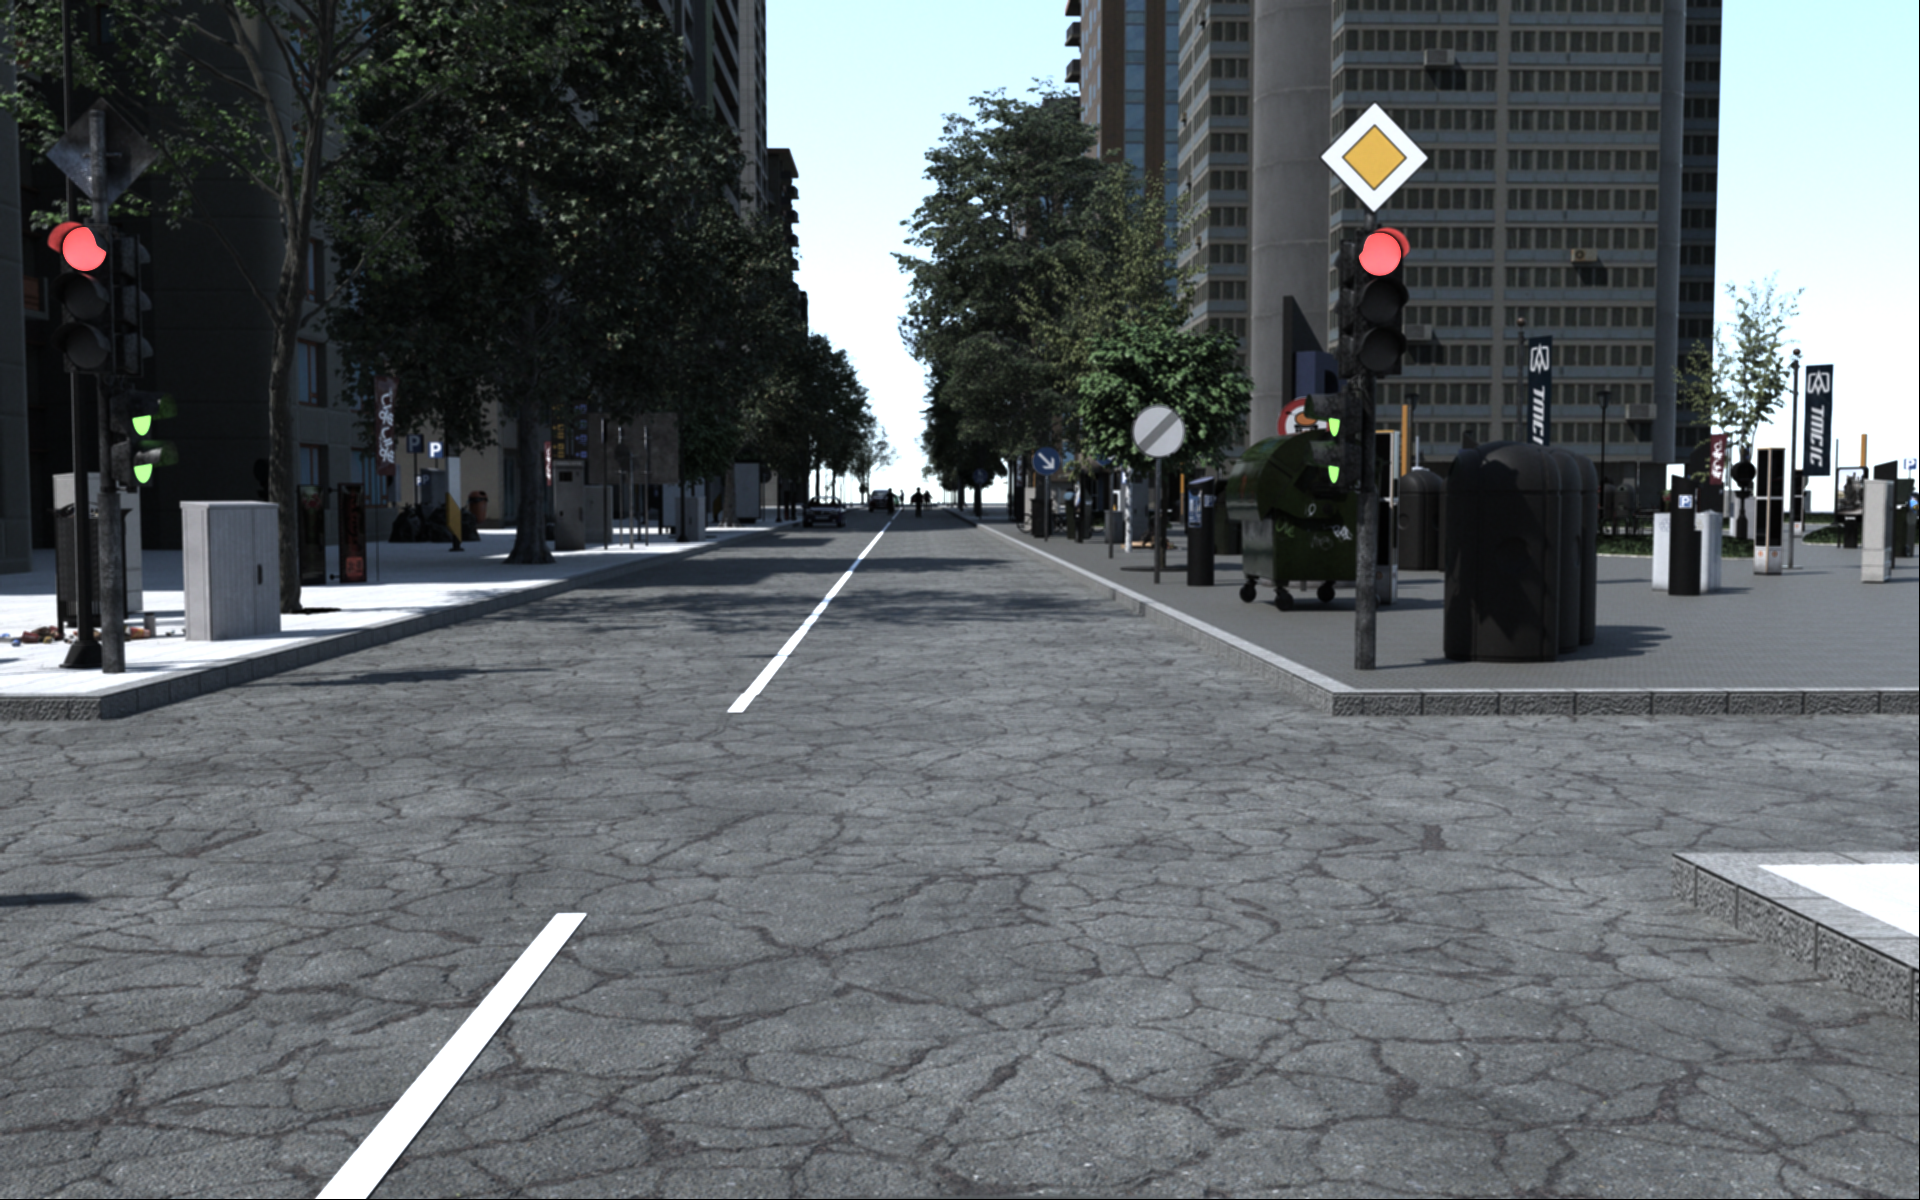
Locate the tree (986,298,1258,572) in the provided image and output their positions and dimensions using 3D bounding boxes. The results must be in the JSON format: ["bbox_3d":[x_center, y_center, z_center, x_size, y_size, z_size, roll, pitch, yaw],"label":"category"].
[{"bbox_3d":[3.406,-2.779,29.155,4.285,4.588,4.351,0,3,0],"label":"tree"}]

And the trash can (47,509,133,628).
[{"bbox_3d":[-8.420,-0.315,16.798,0.748,1.137,0.748,0,3,0],"label":"trash can"}]

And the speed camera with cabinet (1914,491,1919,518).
[{"bbox_3d":[49.347,-5.712,87.733,2.038,3.252,0.660,1,4,21],"label":"speed camera with cabinet"}]

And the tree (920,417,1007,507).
[{"bbox_3d":[0.375,-15.638,172.692,9.611,12.733,9.660,0,3,0],"label":"tree"}]

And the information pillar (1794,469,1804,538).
[{"bbox_3d":[24.776,-2.860,51.261,0.304,2.012,0.304,1,4,21],"label":"information pillar"}]

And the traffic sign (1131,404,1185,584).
[{"bbox_3d":[2.825,-1.507,24.751,0.768,2.556,0.104,0,4,1],"label":"traffic sign"}]

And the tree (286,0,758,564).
[{"bbox_3d":[-7.936,-7.024,31.854,9.611,12.733,9.660,0,3,0],"label":"tree"}]

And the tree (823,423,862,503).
[{"bbox_3d":[-10.946,-12.729,158.486,4.737,8.622,4.395,0,3,0],"label":"tree"}]

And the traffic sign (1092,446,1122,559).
[{"bbox_3d":[3.007,-2.098,34.409,0.768,2.556,0.104,0,4,6],"label":"traffic sign"}]

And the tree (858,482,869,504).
[{"bbox_3d":[-13.106,-14.759,235.909,1.663,3.219,1.824,0,3,0],"label":"tree"}]

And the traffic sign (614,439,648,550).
[{"bbox_3d":[-7.595,-2.439,39.981,0.768,2.556,0.104,0,4,0],"label":"traffic sign"}]

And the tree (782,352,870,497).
[{"bbox_3d":[-10.323,-12.986,130.451,7.486,12.596,7.792,0,3,0],"label":"tree"}]

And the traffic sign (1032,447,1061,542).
[{"bbox_3d":[2.330,-2.853,46.747,0.768,2.556,0.104,0,4,0],"label":"traffic sign"}]

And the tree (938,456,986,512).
[{"bbox_3d":[1.203,-8.766,127.044,4.285,4.588,4.351,0,3,0],"label":"tree"}]

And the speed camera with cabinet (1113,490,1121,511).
[{"bbox_3d":[7.270,-4.980,75.756,0.660,3.252,2.038,-2,4,-24],"label":"speed camera with cabinet"}]

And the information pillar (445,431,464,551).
[{"bbox_3d":[-11.325,-2.895,38.695,0.183,3.616,0.504,1,4,16],"label":"information pillar"}]

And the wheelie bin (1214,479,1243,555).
[{"bbox_3d":[5.708,-1.755,36.609,0.980,1.594,0.693,-2,4,-30],"label":"wheelie bin"}]

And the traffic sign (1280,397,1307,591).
[{"bbox_3d":[4.540,-1.389,22.812,0.768,2.556,0.104,0,4,2],"label":"traffic sign"}]

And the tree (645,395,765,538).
[{"bbox_3d":[-7.966,-4.114,50.981,4.285,4.588,4.351,0,3,0],"label":"tree"}]

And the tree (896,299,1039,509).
[{"bbox_3d":[1.173,-17.984,149.924,12.611,20.169,13.585,0,3,0],"label":"tree"}]

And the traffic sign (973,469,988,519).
[{"bbox_3d":[1.027,-5.354,87.651,0.768,2.556,0.104,0,4,0],"label":"traffic sign"}]

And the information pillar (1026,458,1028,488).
[{"bbox_3d":[2.937,-5.096,74.680,0.183,3.616,0.504,-1,4,-9],"label":"information pillar"}]

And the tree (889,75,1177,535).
[{"bbox_3d":[2.674,-8.981,53.499,9.857,13.997,8.962,0,3,0],"label":"tree"}]

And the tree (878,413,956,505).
[{"bbox_3d":[-0.665,-17.590,197.969,12.009,13.543,11.850,0,3,0],"label":"tree"}]

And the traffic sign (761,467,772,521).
[{"bbox_3d":[-9.186,-4.949,81.028,0.768,2.556,0.104,0,4,0],"label":"traffic sign"}]

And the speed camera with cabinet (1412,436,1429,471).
[{"bbox_3d":[16.349,-3.967,59.192,2.038,3.252,0.660,2,4,24],"label":"speed camera with cabinet"}]

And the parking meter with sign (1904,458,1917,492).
[{"bbox_3d":[45.829,-5.349,83.710,0.543,3.016,1.738,2,4,32],"label":"parking meter with sign"}]

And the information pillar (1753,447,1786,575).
[{"bbox_3d":[12.817,-1.403,27.426,0.304,2.012,0.304,-1,4,-16],"label":"information pillar"}]

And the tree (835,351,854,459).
[{"bbox_3d":[-8.790,-9.154,66.674,9.611,12.733,9.660,0,3,0],"label":"tree"}]

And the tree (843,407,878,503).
[{"bbox_3d":[-13.215,-20.518,245.831,12.009,13.543,11.850,0,3,0],"label":"tree"}]

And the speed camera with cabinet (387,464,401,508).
[{"bbox_3d":[-17.347,-3.423,50.296,2.038,3.252,0.660,0,4,-2],"label":"speed camera with cabinet"}]

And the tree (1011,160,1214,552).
[{"bbox_3d":[3.570,-5.378,38.291,4.737,8.622,4.395,0,3,0],"label":"tree"}]

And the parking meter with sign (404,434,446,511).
[{"bbox_3d":[-15.515,-3.354,51.102,0.543,3.016,1.738,1,4,21],"label":"parking meter with sign"}]

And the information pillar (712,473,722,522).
[{"bbox_3d":[-11.098,-5.364,79.053,0.504,3.616,0.183,3,4,39],"label":"information pillar"}]

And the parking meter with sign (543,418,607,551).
[{"bbox_3d":[-8.946,-2.648,39.554,1.738,3.016,0.543,-1,4,-15],"label":"parking meter with sign"}]

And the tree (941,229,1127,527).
[{"bbox_3d":[2.844,-8.639,67.008,9.928,11.665,9.643,0,3,0],"label":"tree"}]

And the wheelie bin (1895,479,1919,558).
[{"bbox_3d":[19.069,-1.676,35.316,0.693,1.594,0.980,-3,5,-41],"label":"wheelie bin"}]

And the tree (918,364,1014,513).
[{"bbox_3d":[0.774,-12.101,115.980,7.486,12.596,7.792,0,3,0],"label":"tree"}]

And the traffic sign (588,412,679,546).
[{"bbox_3d":[-8.098,-3.000,42.930,2.265,3.308,0.079,0,4,4],"label":"traffic sign"}]

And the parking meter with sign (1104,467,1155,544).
[{"bbox_3d":[4.523,-2.988,45.107,1.738,3.016,0.543,-3,5,-40],"label":"parking meter with sign"}]

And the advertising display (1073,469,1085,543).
[{"bbox_3d":[3.129,-2.466,45.527,0.123,1.923,0.974,0,4,-6],"label":"advertising display"}]

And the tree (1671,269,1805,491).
[{"bbox_3d":[26.048,-6.558,57.579,4.737,8.622,4.395,0,3,0],"label":"tree"}]

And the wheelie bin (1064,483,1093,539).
[{"bbox_3d":[3.344,-2.527,49.225,0.693,1.594,0.980,2,4,26],"label":"wheelie bin"}]

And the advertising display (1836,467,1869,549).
[{"bbox_3d":[21.078,-2.185,40.939,0.123,1.923,0.974,-1,4,-9],"label":"advertising display"}]

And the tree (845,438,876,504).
[{"bbox_3d":[-13.045,-17.047,229.084,4.360,8.622,3.978,0,3,0],"label":"tree"}]

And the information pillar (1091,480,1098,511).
[{"bbox_3d":[6.859,-5.115,88.121,0.304,2.012,0.304,1,4,16],"label":"information pillar"}]

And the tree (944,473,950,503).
[{"bbox_3d":[-1.771,-17.534,237.048,4.360,8.622,3.978,0,3,0],"label":"tree"}]

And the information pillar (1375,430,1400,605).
[{"bbox_3d":[4.917,-0.958,20.149,0.304,2.012,0.304,2,4,28],"label":"information pillar"}]

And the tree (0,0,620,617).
[{"bbox_3d":[-7.153,-5.664,18.358,9.928,11.665,9.643,0,3,0],"label":"tree"}]

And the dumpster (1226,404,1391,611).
[{"bbox_3d":[3.930,-1.050,19.656,1.502,2.255,1.985,0,4,-2],"label":"dumpster"}]
